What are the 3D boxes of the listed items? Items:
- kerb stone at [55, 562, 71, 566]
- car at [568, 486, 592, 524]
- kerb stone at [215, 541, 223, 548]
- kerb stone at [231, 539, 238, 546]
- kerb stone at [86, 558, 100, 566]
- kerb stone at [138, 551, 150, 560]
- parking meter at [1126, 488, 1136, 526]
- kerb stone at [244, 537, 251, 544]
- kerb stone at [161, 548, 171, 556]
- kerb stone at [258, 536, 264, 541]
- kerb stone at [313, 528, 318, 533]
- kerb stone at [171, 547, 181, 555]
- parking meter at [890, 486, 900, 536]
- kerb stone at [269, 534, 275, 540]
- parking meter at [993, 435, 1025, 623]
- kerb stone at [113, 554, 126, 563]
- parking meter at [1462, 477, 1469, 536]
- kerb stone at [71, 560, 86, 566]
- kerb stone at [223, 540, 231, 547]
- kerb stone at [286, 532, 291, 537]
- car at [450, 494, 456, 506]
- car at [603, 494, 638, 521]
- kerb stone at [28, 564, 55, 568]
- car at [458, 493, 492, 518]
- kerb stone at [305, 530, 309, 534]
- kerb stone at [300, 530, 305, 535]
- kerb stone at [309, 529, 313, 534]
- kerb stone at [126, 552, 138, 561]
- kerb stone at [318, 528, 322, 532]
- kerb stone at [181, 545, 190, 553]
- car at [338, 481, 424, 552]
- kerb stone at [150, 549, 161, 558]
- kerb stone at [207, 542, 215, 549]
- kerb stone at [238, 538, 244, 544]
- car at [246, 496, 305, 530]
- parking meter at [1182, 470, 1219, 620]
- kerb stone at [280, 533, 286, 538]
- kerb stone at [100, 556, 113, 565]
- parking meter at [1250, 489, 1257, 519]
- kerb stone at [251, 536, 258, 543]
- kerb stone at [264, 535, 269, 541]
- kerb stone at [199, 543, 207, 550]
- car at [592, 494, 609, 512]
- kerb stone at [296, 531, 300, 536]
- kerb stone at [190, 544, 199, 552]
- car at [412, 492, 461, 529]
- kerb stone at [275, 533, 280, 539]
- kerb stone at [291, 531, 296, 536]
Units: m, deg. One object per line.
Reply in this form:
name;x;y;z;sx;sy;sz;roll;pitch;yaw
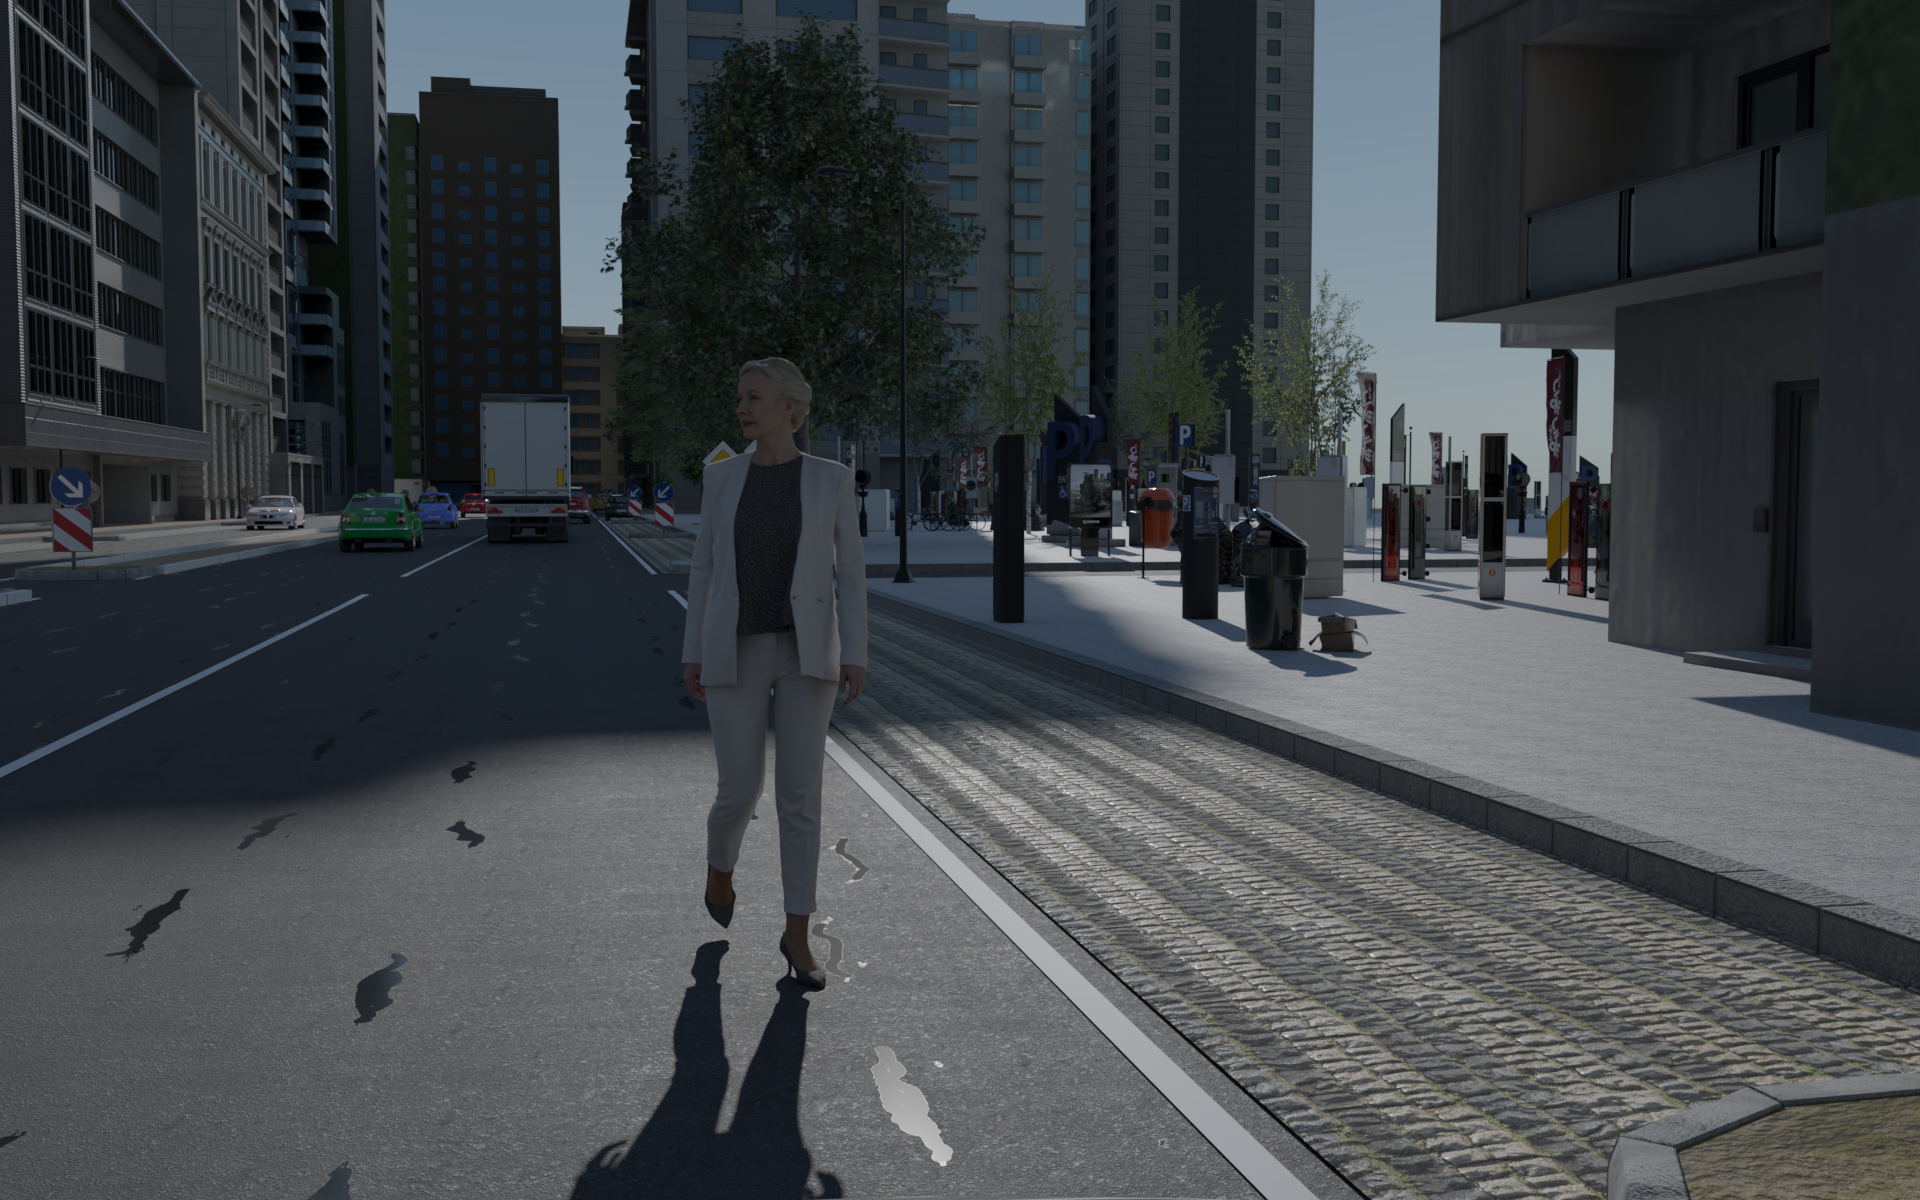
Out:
kerb stone;-16.606;-0.590;31.848;0.120;0.150;1.000;-1;4;-13
car;-19.171;-4.658;84.833;2.281;1.827;5.304;-1;4;-14
kerb stone;-19.750;-1.449;45.890;0.120;0.150;1.000;-1;4;-13
kerb stone;-20.197;-1.566;47.894;0.120;0.150;1.000;-1;4;-13
kerb stone;-17.052;-0.713;33.847;0.120;0.150;1.000;-1;4;-13
kerb stone;-17.957;-0.958;37.864;0.120;0.150;1.000;-1;4;-13
parking meter;6.771;-3.685;68.655;0.372;1.533;0.369;0;3;0
kerb stone;-20.651;-1.690;49.901;0.120;0.150;1.000;-1;4;-13
kerb stone;-18.401;-1.081;39.871;0.120;0.150;1.000;-1;4;-13
kerb stone;-21.096;-1.817;51.897;0.120;0.150;1.000;-1;4;-13
kerb stone;-23.561;-2.490;62.915;0.120;0.150;1.000;-1;4;-13
kerb stone;-18.630;-1.141;40.868;0.120;0.150;1.000;-1;4;-13
parking meter;-1.793;-2.698;52.516;0.372;1.533;0.369;0;3;0
kerb stone;-21.541;-1.933;53.894;0.120;0.150;1.000;-1;4;-13
parking meter;0.487;-0.711;17.342;0.255;1.863;0.399;-1;4;-11
kerb stone;-17.502;-0.825;35.842;0.120;0.150;1.000;-1;4;-13
parking meter;15.281;-2.883;52.848;0.255;1.863;0.399;-3;4;-36
kerb stone;-16.836;-0.648;32.848;0.120;0.150;1.000;-1;4;-13
kerb stone;-19.975;-1.510;46.887;0.120;0.150;1.000;-1;4;-13
kerb stone;-22.218;-2.123;56.902;0.120;0.150;1.000;-1;4;-13
car;-50.666;-9.823;170.398;2.009;1.686;4.222;-1;4;-11
car;-18.178;-5.090;93.009;2.009;1.686;4.222;-1;4;-11
kerb stone;-16.387;-0.526;30.850;0.120;0.150;1.000;-1;4;-13
car;-29.955;-6.002;107.166;2.155;1.783;4.494;-1;4;-14
kerb stone;-23.110;-2.360;60.907;0.120;0.150;1.000;-1;4;-13
kerb stone;-22.884;-2.305;59.901;0.120;0.150;1.000;-1;4;-13
kerb stone;-23.343;-2.422;61.904;0.120;0.150;1.000;-1;4;-13
kerb stone;-17.729;-0.897;36.854;0.120;0.150;1.000;-1;4;-13
kerb stone;-23.785;-2.544;63.913;0.120;0.150;1.000;-1;4;-13
kerb stone;-18.857;-1.204;41.879;0.120;0.150;1.000;-1;4;-13
car;-14.849;-2.186;44.534;1.959;1.807;4.718;-1;4;-13
kerb stone;-18.177;-1.014;38.870;0.120;0.150;1.000;-1;4;-13
kerb stone;-19.526;-1.387;44.878;0.120;0.150;1.000;-1;4;-13
kerb stone;-20.435;-1.633;48.901;0.120;0.150;1.000;-1;4;-13
car;-27.986;-3.579;70.875;2.083;1.381;4.827;-1;4;-14
parking meter;2.478;-0.576;17.832;0.372;1.533;0.369;0;3;0
kerb stone;-21.989;-2.062;55.905;0.120;0.150;1.000;-1;4;-13
kerb stone;-17.284;-0.769;34.843;0.120;0.150;1.000;-1;4;-13
parking meter;15.314;-5.011;90.346;0.372;1.533;0.369;0;3;0
kerb stone;-20.869;-1.756;50.899;0.120;0.150;1.000;-1;4;-13
kerb stone;-21.320;-1.878;52.895;0.120;0.150;1.000;-1;4;-13
kerb stone;-19.297;-1.326;43.875;0.120;0.150;1.000;-1;4;-13
car;-28.995;-8.009;141.170;2.015;1.641;3.980;-1;4;-11
kerb stone;-22.667;-2.244;58.901;0.120;0.150;1.000;-1;4;-13
kerb stone;-19.082;-1.265;42.876;0.120;0.150;1.000;-1;4;-13
car;-21.893;-3.839;72.366;1.945;1.707;3.694;-1;4;-14
kerb stone;-21.775;-2.001;54.906;0.120;0.150;1.000;-1;4;-13
kerb stone;-22.443;-2.184;57.903;0.120;0.150;1.000;-1;4;-13
